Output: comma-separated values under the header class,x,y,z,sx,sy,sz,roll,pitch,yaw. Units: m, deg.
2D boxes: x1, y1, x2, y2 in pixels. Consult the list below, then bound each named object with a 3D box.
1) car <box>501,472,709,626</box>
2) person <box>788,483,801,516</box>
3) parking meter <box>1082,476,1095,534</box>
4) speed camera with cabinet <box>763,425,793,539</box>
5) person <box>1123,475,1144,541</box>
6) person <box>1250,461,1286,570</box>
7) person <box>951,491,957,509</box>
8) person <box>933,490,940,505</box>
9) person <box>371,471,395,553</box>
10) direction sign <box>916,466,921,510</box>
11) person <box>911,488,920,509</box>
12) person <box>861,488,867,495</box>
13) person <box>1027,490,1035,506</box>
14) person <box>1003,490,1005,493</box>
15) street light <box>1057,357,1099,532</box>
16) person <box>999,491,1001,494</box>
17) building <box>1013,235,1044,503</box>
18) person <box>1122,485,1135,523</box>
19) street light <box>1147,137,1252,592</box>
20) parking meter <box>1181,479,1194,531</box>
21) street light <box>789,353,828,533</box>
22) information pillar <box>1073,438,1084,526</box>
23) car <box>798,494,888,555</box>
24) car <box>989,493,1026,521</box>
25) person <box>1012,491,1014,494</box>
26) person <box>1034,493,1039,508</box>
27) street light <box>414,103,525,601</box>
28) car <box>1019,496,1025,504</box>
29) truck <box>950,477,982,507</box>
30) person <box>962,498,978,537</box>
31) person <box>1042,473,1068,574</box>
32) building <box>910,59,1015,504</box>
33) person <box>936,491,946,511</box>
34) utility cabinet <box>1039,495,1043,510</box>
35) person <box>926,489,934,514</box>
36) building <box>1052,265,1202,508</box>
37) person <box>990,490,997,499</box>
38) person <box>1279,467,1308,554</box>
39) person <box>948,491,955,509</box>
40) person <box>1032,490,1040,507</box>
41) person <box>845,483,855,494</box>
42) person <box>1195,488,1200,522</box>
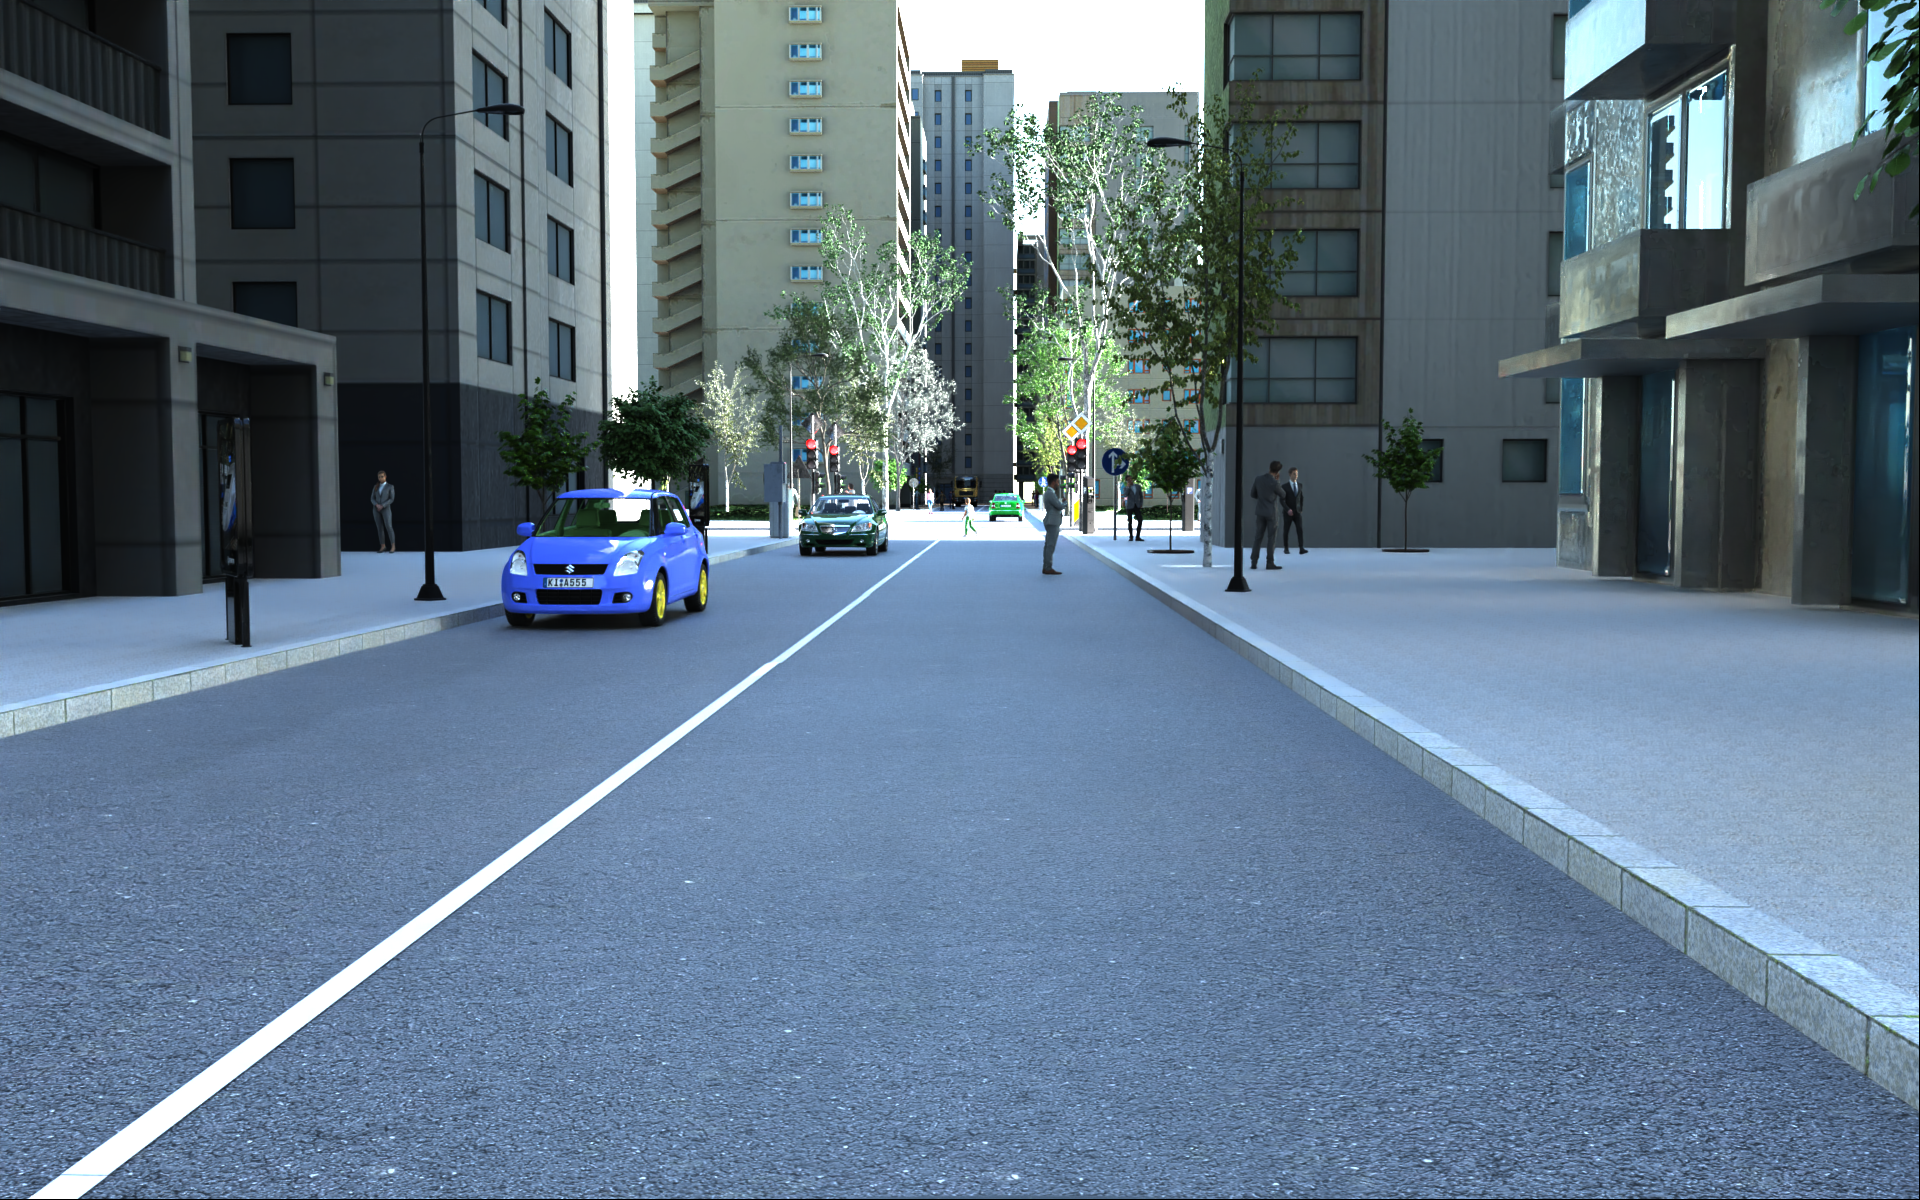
class,x,y,z,sx,sy,sz,roll,pitch,yaw
car,-4.012,-0.631,19.901,1.945,1.707,3.694,0,4,3
person,-7.020,-4.019,72.246,0.782,1.767,0.515,0,4,-4
parking meter,4.095,-3.025,55.173,0.255,1.863,0.399,-2,4,-24
speed camera with cabinet,-5.309,-3.439,50.556,0.660,3.252,2.038,0,4,2
person,4.751,-2.515,47.345,0.592,1.802,0.473,0,4,6
person,5.257,-1.451,29.573,0.655,1.846,0.447,3,5,40
person,-0.550,-9.436,163.501,0.721,1.735,1.217,1,4,18
person,-2.753,-12.323,207.537,1.348,1.822,0.705,1,4,12
person,-12.540,-1.914,37.613,0.520,1.790,0.573,-1,4,-11
direction sign,-3.438,-9.172,141.961,0.379,3.537,0.876,-2,4,-27
person,-3.784,-8.813,150.225,0.705,1.814,1.350,2,4,30
person,-7.967,-8.340,142.177,0.659,1.850,0.755,-2,4,-33
person,7.714,-10.796,183.246,1.217,1.739,0.721,-1,4,-22
person,4.200,-9.604,165.620,1.348,1.812,0.705,-1,4,-19
street light,4.003,-5.280,58.876,1.470,5.913,1.316,0,4,1
person,4.336,-11.165,191.055,0.705,1.824,1.348,0,4,5
building,19.529,-33.696,242.810,23.993,40.220,32.217,0,4,1
person,7.527,-4.299,76.919,0.643,1.750,0.593,-1,4,-19
street light,3.130,-3.068,22.695,1.470,5.913,1.316,0,4,1
parking meter,7.845,-3.300,59.669,0.399,1.863,0.255,-1,4,-17
street light,-5.058,-5.184,57.295,1.470,5.913,1.316,0,4,1
information pillar,4.752,-4.775,69.421,0.504,3.616,0.183,-2,4,-29
car,-2.778,-1.846,41.982,2.131,1.459,4.920,0,4,2
car,2.498,-5.095,92.104,1.959,1.807,4.718,0,4,3
person,4.780,-8.913,154.907,1.217,1.739,0.721,1,4,22
person,7.153,-9.458,163.897,0.599,1.433,0.991,3,4,38
street light,-5.874,-2.950,20.771,1.470,5.913,1.316,0,4,1
car,3.668,-6.970,125.757,2.131,1.459,4.920,0,4,3
truck,0.687,-12.141,194.431,3.469,3.379,9.791,0,3,0
person,0.332,-2.778,58.166,0.590,1.304,0.306,2,4,32
person,1.711,-1.365,31.001,0.466,1.800,0.511,-1,4,-18
building,-6.667,-42.606,238.606,28.212,58.520,21.231,0,4,1
person,-1.595,-8.408,146.688,0.721,1.735,1.217,3,5,44
utility cabinet,6.560,-7.931,140.825,0.306,1.237,1.020,0,4,-1
person,-2.149,-7.017,123.239,0.555,1.821,0.388,-1,4,-13
building,22.724,-19.166,158.411,27.650,21.520,28.899,0,4,1
person,3.335,-9.345,161.298,1.348,1.824,0.705,2,4,25
person,7.154,-1.907,36.992,0.659,1.850,0.755,-1,4,-17
person,-0.760,-9.650,166.729,0.683,1.767,0.568,-1,4,-21
person,7.567,-9.948,169.521,1.217,1.723,0.721,-2,4,-27
person,-5.005,-4.397,78.285,0.532,1.782,0.716,0,4,5
person,11.263,-4.570,80.857,0.391,1.810,0.635,3,5,44
